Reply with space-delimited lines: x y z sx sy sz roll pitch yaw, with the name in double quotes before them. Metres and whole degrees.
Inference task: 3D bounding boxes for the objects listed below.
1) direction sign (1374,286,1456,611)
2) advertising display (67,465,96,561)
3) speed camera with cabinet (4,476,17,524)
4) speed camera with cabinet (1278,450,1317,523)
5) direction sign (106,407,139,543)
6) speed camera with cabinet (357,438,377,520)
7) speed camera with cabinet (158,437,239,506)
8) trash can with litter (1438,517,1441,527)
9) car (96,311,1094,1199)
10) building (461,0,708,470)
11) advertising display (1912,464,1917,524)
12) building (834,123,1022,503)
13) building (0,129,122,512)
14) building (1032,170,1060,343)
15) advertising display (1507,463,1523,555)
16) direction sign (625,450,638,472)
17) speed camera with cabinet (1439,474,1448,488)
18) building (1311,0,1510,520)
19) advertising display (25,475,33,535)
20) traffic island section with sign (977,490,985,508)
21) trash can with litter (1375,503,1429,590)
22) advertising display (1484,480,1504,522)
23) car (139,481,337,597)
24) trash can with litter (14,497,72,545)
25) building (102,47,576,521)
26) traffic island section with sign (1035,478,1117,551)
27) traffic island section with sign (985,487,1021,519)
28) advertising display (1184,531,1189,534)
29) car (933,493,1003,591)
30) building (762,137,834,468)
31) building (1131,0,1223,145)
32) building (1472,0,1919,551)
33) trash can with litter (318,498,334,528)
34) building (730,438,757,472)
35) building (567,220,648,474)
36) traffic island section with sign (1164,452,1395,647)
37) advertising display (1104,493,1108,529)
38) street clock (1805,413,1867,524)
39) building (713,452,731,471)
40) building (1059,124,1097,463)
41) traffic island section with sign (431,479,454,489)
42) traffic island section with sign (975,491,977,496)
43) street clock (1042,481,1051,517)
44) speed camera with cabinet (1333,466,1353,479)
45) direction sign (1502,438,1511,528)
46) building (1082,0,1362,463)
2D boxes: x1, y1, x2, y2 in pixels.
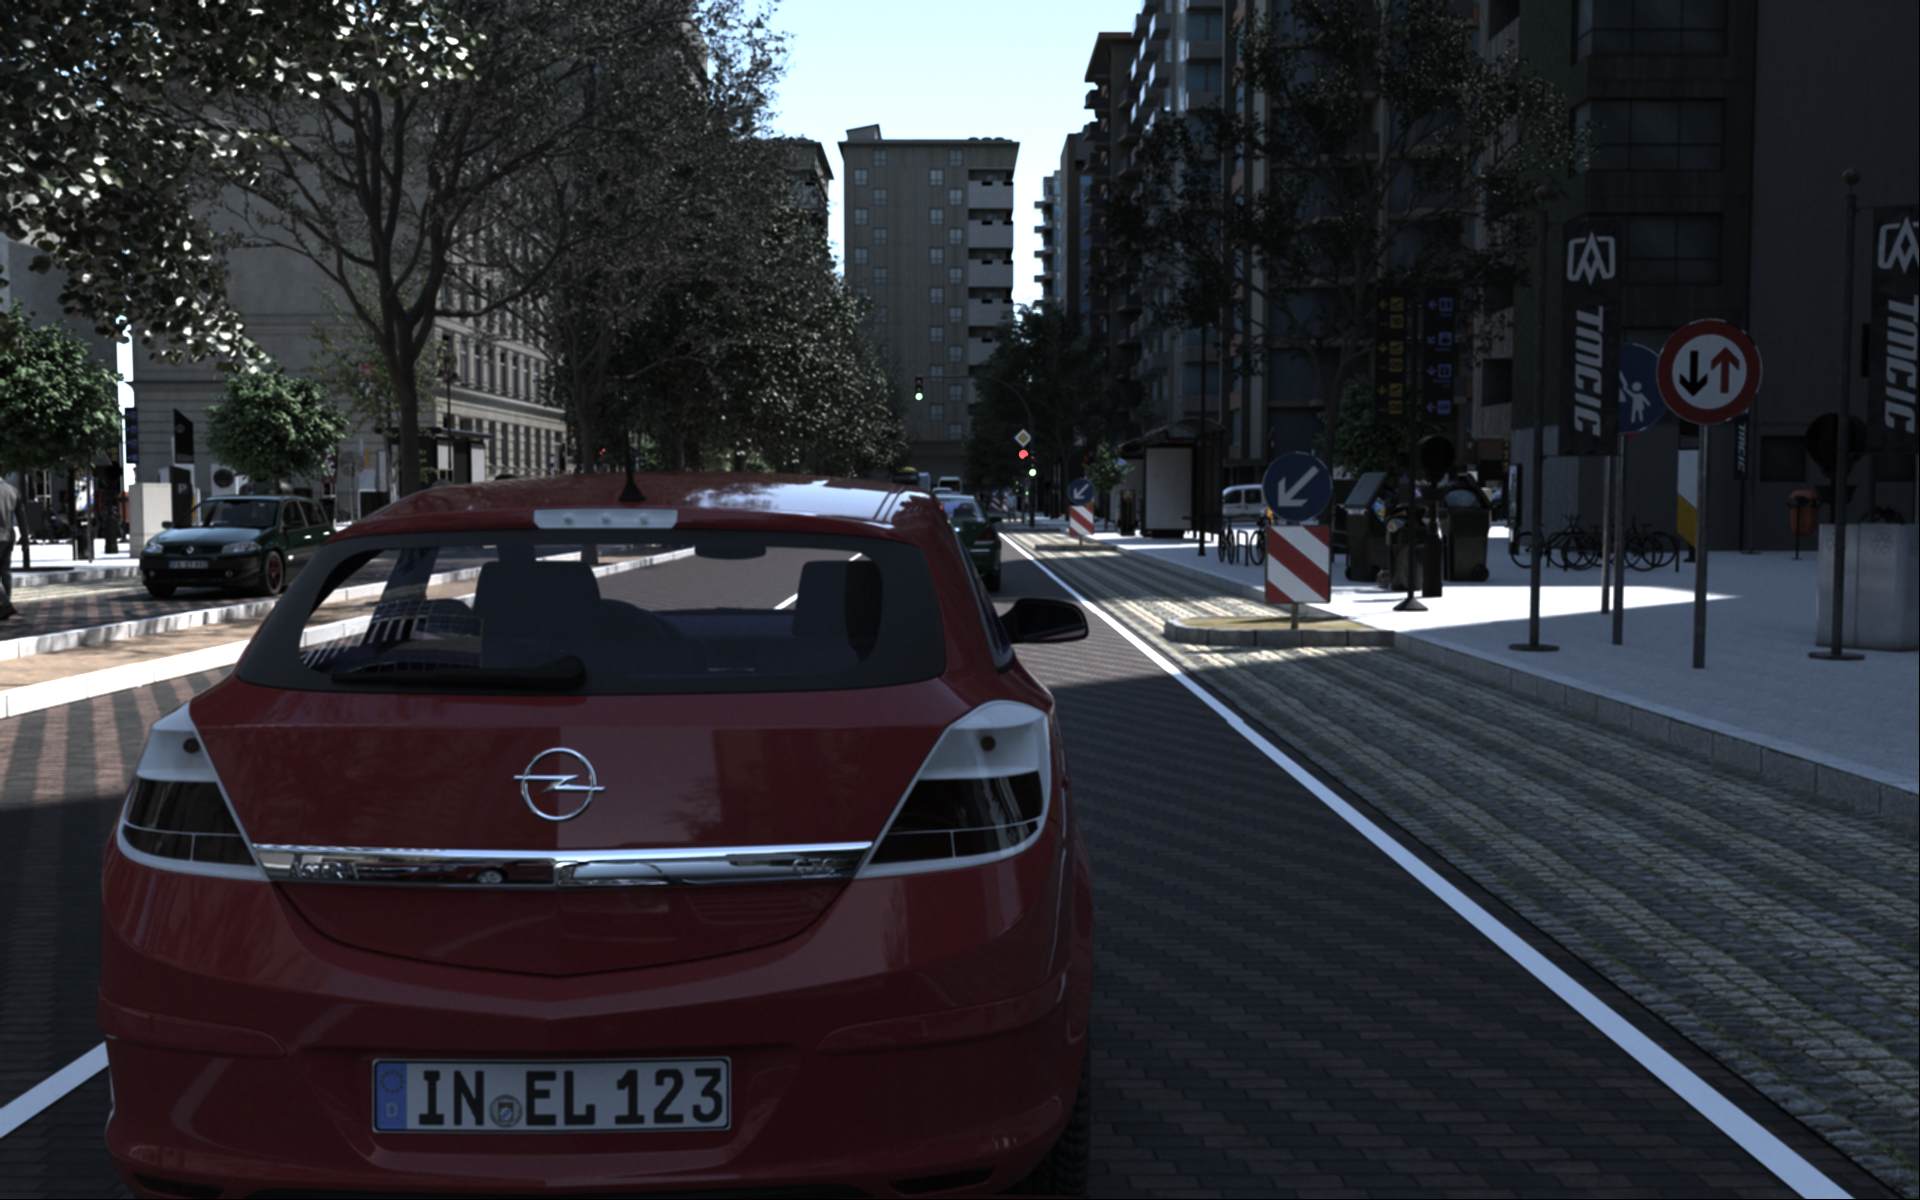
"direction sign" 4.971 -1.652 19.001 0.876 3.537 0.379 0 4 -2
"advertising display" -17.101 -1.745 33.747 0.123 1.923 0.974 0 4 -5
"speed camera with cabinet" -41.588 -4.953 75.313 0.660 3.252 2.038 -3 5 -42
"speed camera with cabinet" 14.995 -5.055 76.979 2.038 3.252 0.660 0 4 4
"direction sign" -21.818 -3.250 45.140 0.876 3.537 0.379 0 4 4
"speed camera with cabinet" -20.879 -4.076 60.984 0.660 3.252 2.038 -1 4 -18
"speed camera with cabinet" -22.089 -3.423 50.295 2.038 3.252 0.660 -1 4 -15
"trash can with litter" 17.032 -3.236 63.963 2.233 1.210 1.678 -2 4 -25
"car" -0.671 0.257 4.841 2.155 1.783 4.494 0 4 -1
"building" -35.191 -32.792 159.851 21.300 48.544 21.600 0 4 0
"advertising display" 20.722 -1.924 36.676 0.974 1.923 0.123 1 4 14
"building" -3.301 -40.693 254.561 27.495 52.752 28.713 0 4 0
"building" -52.923 -14.161 86.286 16.860 20.320 10.420 0 4 0
"building" 25.733 -38.696 252.285 30.456 49.044 23.786 0 4 0
"advertising display" 11.759 -1.927 36.719 0.123 1.923 0.974 0 4 7
"direction sign" -16.846 -5.920 88.796 0.876 3.537 0.379 2 4 31
"speed camera with cabinet" 21.222 -4.883 74.169 2.038 3.252 0.660 0 4 6
"building" 27.243 -26.861 93.796 28.867 44.769 22.147 0 4 0
"advertising display" -29.220 -3.003 54.319 0.123 1.923 0.974 -3 4 -37
"traffic island section with sign" 2.463 -7.225 126.762 1.989 1.847 2.006 0 4 0
"trash can with litter" 5.863 -0.727 23.272 0.624 1.170 1.055 0 4 -8
"advertising display" 24.823 -4.607 80.544 0.123 1.923 0.974 -3 5 -39
"car" -10.457 -0.956 25.417 2.009 1.686 4.222 0 4 -1
"trash can with litter" -23.096 -1.999 43.740 2.233 1.210 1.678 1 4 8
"building" -32.456 -16.120 96.849 16.112 22.955 30.059 0 4 0
"traffic island section with sign" 2.918 -2.166 44.044 1.989 1.847 2.006 0 4 0
"traffic island section with sign" 2.607 -5.545 99.292 1.989 1.847 2.006 0 4 0
"advertising display" 7.102 -3.086 55.664 0.123 1.923 0.974 -2 4 -27
"car" -0.358 -0.936 27.095 2.131 1.459 4.920 0 4 -2
"building" -30.797 -40.699 254.666 27.495 52.752 28.713 0 4 0
"building" 25.131 -31.460 133.978 23.786 49.044 30.456 0 4 0
"building" 20.884 -16.715 44.992 14.160 30.474 14.107 0 4 0
"trash can with litter" -20.190 -2.663 54.926 0.624 1.170 1.055 -2 4 -26
"building" -39.148 -21.996 204.672 28.899 21.520 27.650 0 4 0
"building" -31.378 -19.034 130.295 14.460 24.649 34.723 0 4 0
"traffic island section with sign" 3.066 -0.517 17.089 1.989 1.847 2.006 0 4 0
"advertising display" 5.362 -3.564 63.482 0.123 1.923 0.974 0 4 4
"street clock" 7.854 -0.672 15.558 0.358 2.002 0.471 -3 5 -41
"building" -31.477 -30.233 177.904 14.154 41.232 14.086 0 4 0
"building" 19.405 -34.265 210.347 14.600 45.320 14.200 0 4 0
"traffic island section with sign" -13.301 -2.176 44.204 1.989 1.847 2.006 0 4 0
"traffic island section with sign" 2.184 -10.294 176.935 1.989 1.847 2.006 0 4 0
"street clock" 4.768 -5.542 95.174 0.471 2.002 0.358 -1 4 -22
"speed camera with cabinet" 11.601 -3.444 50.643 0.660 3.252 2.038 3 4 39
"direction sign" 20.876 -4.508 65.710 0.379 3.537 0.876 -2 4 -27
"building" 23.135 -31.174 164.318 22.147 44.769 28.867 0 4 0
